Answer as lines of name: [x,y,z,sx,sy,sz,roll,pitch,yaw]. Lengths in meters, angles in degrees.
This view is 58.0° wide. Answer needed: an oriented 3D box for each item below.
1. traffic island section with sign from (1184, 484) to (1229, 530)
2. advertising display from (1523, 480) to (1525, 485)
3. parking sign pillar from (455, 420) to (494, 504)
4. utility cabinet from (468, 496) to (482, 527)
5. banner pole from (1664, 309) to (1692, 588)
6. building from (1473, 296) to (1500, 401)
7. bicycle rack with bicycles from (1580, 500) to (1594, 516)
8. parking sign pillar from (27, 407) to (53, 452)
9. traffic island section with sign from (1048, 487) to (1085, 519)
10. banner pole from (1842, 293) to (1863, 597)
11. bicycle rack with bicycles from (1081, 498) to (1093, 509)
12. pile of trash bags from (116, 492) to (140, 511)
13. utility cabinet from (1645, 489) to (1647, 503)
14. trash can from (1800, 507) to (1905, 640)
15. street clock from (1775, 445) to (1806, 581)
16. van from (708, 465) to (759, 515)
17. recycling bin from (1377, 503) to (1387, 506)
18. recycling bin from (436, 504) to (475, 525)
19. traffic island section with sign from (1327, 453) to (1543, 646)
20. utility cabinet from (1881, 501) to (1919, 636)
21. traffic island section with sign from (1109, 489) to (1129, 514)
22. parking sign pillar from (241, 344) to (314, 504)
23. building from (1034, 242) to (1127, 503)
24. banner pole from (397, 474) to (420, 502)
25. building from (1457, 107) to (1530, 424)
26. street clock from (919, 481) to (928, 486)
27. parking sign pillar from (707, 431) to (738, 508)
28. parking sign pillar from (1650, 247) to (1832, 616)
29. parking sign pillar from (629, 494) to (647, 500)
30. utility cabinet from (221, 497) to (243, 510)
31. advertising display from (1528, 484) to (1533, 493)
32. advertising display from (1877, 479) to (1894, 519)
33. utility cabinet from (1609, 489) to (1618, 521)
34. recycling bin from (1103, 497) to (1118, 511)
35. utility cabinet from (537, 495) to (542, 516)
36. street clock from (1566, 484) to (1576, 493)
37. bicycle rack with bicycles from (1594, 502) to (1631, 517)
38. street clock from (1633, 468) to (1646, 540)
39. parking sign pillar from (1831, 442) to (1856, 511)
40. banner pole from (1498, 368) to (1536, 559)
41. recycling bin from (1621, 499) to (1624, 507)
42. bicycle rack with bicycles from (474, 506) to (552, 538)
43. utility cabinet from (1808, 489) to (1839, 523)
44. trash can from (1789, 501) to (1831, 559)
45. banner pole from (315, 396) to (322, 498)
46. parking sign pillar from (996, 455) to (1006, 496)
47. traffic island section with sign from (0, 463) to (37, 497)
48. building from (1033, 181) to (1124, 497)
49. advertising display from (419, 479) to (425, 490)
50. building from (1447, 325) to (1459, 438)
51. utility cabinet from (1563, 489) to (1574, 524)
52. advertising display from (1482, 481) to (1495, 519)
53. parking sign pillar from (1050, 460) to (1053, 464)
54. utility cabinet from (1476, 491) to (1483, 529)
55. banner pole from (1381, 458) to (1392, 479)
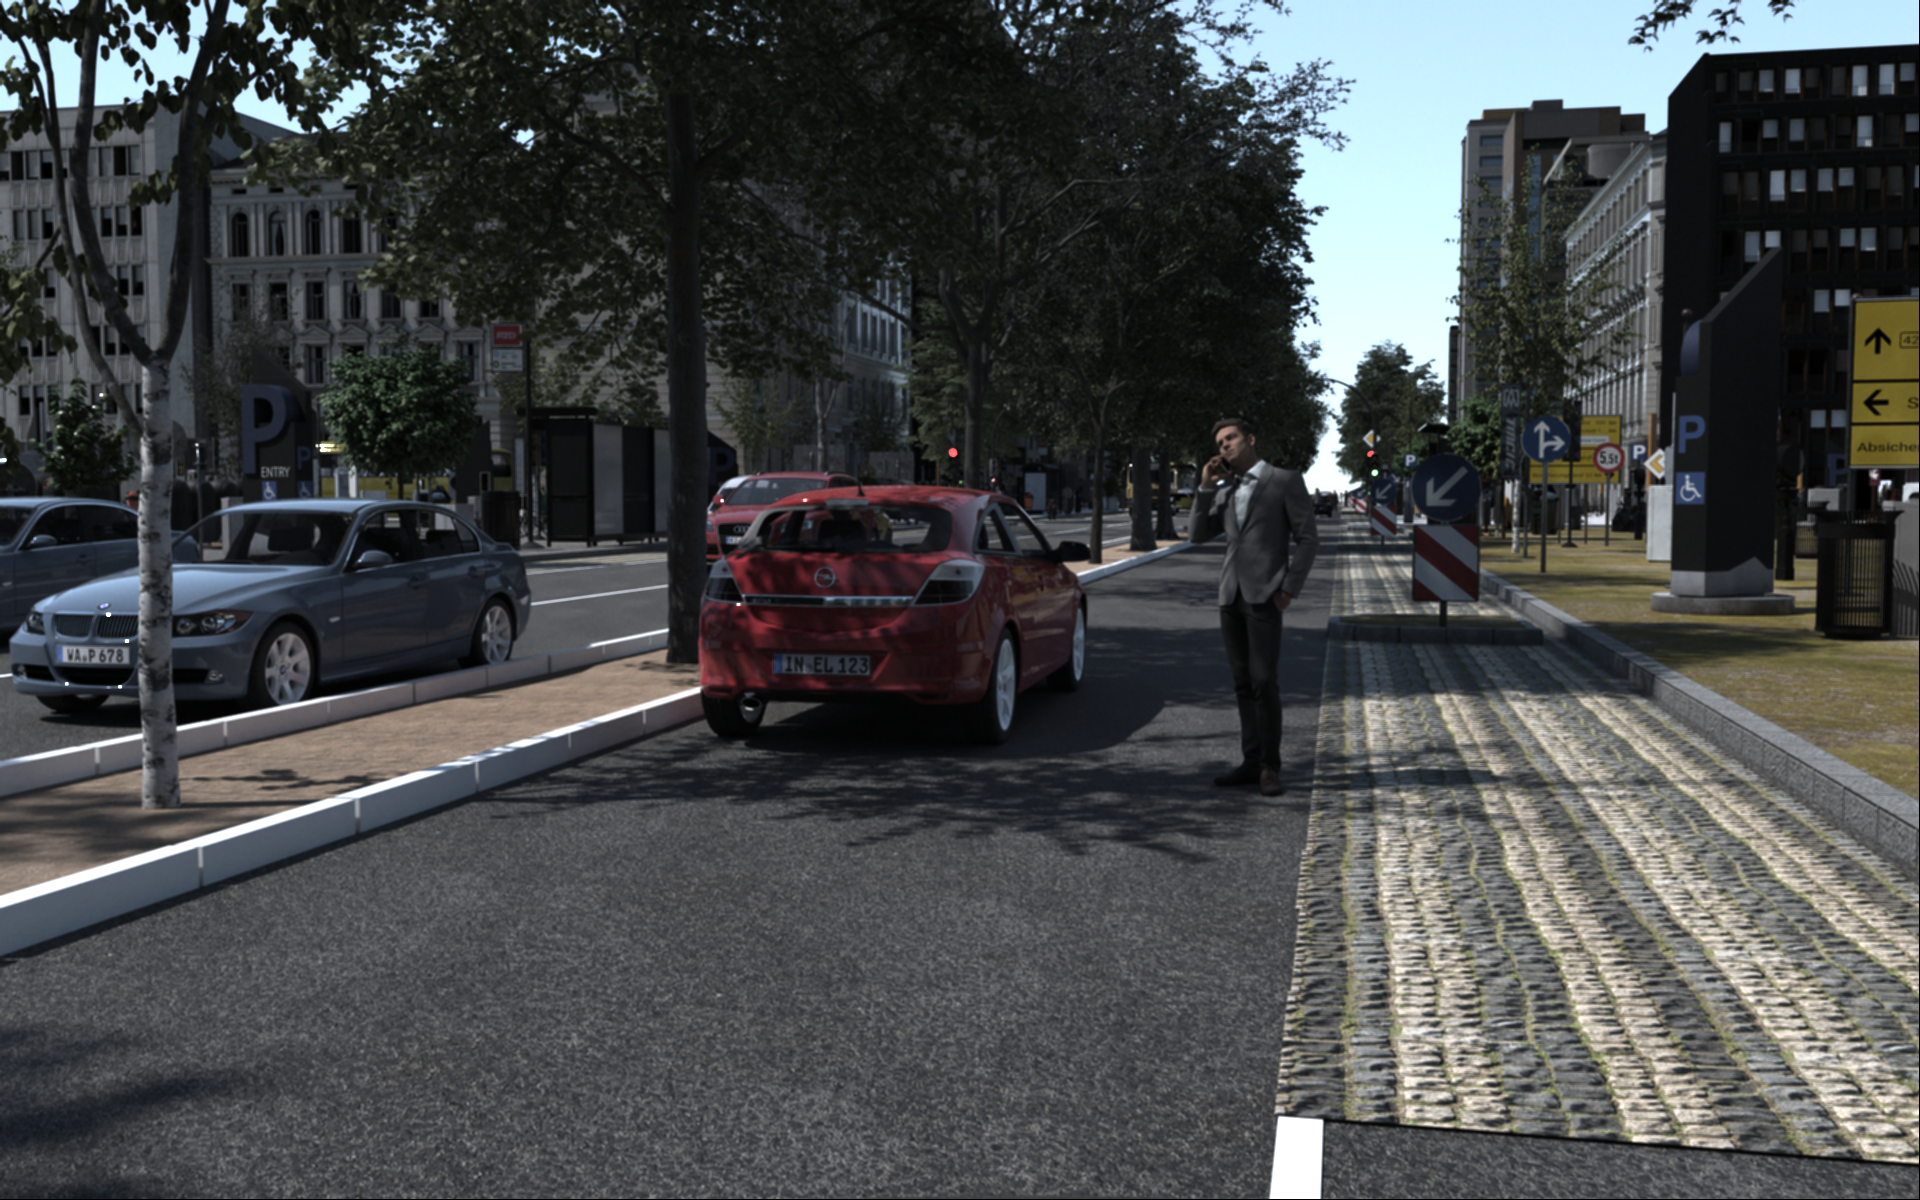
traffic island section with sign: [10.057,-3.745,69.361,2.006,1.907,1.989,1,4,12]
advertising display: [25.380,-4.478,78.432,0.123,1.923,0.974,2,4,30]
parking sign pillar: [-17.823,-4.594,63.581,1.447,3.967,1.447,0,4,6]
utility cabinet: [-14.888,-2.604,53.742,0.306,1.237,1.020,1,4,14]
banner pole: [9.892,-2.036,23.303,0.401,3.779,0.863,-1,4,-17]
building: [81.287,-29.281,250.438,14.160,30.474,14.107,1,4,12]
bicycle rack with bicycles: [35.671,-5.294,99.933,2.925,0.926,2.852,1,4,19]
parking sign pillar: [-28.779,-4.019,54.186,1.447,3.967,1.447,-3,5,-40]
traffic island section with sign: [6.210,-5.618,100.488,1.989,1.847,2.006,1,4,12]
banner pole: [11.311,-1.926,21.514,0.401,3.779,0.863,-3,4,-36]
bicycle rack with bicycles: [10.976,-8.050,144.994,2.925,0.926,2.852,-3,5,-42]
pile of trash bags: [-33.447,-3.641,69.288,1.912,1.369,3.447,-3,5,-39]
utility cabinet: [29.181,-3.923,72.816,1.173,1.500,0.318,-1,4,-22]
trash can: [7.941,-0.227,15.369,0.748,1.137,0.748,0,3,0]
street clock: [12.257,-1.292,25.688,0.471,2.002,0.358,-1,4,-23]
van: [-4.182,-1.748,35.588,2.013,2.044,4.112,1,4,13]
recycling bin: [35.500,-8.136,145.583,0.722,1.027,0.722,-1,4,-23]
recycling bin: [-13.026,-1.965,44.688,0.722,1.027,0.722,2,4,25]
traffic island section with sign: [4.717,-0.536,17.387,1.989,1.847,2.006,1,4,12]
utility cabinet: [8.803,-0.305,16.145,0.306,1.237,1.020,2,4,23]
traffic island section with sign: [12.036,-7.228,126.808,1.989,1.847,2.006,1,4,12]
parking sign pillar: [-12.126,-2.586,30.758,1.447,3.967,1.447,2,4,26]
building: [10.321,-35.110,265.931,32.217,40.220,23.993,1,4,12]
banner pole: [-16.555,-3.801,52.158,0.863,3.779,0.401,0,4,0]
building: [88.614,-44.516,269.842,21.231,58.520,28.212,1,4,12]
street clock: [-2.055,-5.695,97.688,0.471,2.002,0.358,-2,4,-31]
parking sign pillar: [-9.858,-5.092,71.732,1.447,3.967,1.447,-1,4,-21]
parking sign pillar: [8.318,-1.854,18.792,1.447,3.967,1.447,-2,4,-34]
parking sign pillar: [-9.683,-4.015,54.119,1.447,3.967,1.447,1,4,20]
utility cabinet: [-15.074,-1.557,36.616,0.306,1.237,1.020,2,4,33]
advertising display: [35.830,-6.397,109.799,0.974,1.923,0.123,-1,4,-11]
advertising display: [40.143,-4.276,75.130,0.123,1.923,0.974,0,4,-5]
utility cabinet: [30.934,-4.484,81.985,0.318,1.500,1.173,1,4,16]
recycling bin: [11.788,-7.450,134.366,0.722,1.027,0.722,-1,4,-17]
utility cabinet: [-22.270,-4.989,92.728,1.020,1.237,0.306,-1,4,-18]
street clock: [28.207,-4.616,80.043,0.471,2.002,0.358,0,4,-4]
bicycle rack with bicycles: [33.735,-4.447,86.098,2.852,0.926,2.925,-1,4,-11]
street clock: [18.947,-2.675,48.310,0.358,2.002,0.471,1,4,11]
parking sign pillar: [42.301,-5.796,83.237,1.447,3.967,1.447,1,4,8]
banner pole: [11.082,-2.718,34.456,0.863,3.779,0.401,-1,4,-17]
recycling bin: [38.106,-5.263,98.601,0.722,1.027,0.722,3,5,40]
bicycle rack with bicycles: [-12.962,-2.334,51.541,2.925,0.926,2.852,2,4,25]
utility cabinet: [37.747,-4.101,75.735,1.173,1.500,0.318,1,4,13]
trash can: [16.881,-1.394,34.447,0.748,1.137,0.748,0,3,0]
banner pole: [-16.278,-3.302,44.011,0.401,3.779,0.863,-1,4,-18]
parking sign pillar: [2.693,-7.638,113.347,1.447,3.967,1.447,-1,4,-8]
traffic island section with sign: [-11.543,-0.713,20.292,1.989,1.847,2.006,1,4,12]
building: [17.901,-42.886,290.421,28.713,52.752,27.495,1,4,12]
advertising display: [-22.911,-4.184,73.626,0.123,1.923,0.974,-2,4,-28]
building: [89.578,-31.875,292.851,14.160,30.474,14.107,1,4,12]
utility cabinet: [25.637,-4.001,74.088,1.173,1.500,0.318,-1,4,-11]
advertising display: [26.886,-5.080,88.271,0.123,1.923,0.974,-2,4,-27]
parking sign pillar: [7.255,-9.145,137.997,1.447,3.967,1.447,-1,4,-14]
utility cabinet: [18.902,-3.347,63.404,0.318,1.500,1.173,1,4,22]
banner pole: [29.537,-7.936,119.764,0.863,3.779,0.401,0,4,8]
